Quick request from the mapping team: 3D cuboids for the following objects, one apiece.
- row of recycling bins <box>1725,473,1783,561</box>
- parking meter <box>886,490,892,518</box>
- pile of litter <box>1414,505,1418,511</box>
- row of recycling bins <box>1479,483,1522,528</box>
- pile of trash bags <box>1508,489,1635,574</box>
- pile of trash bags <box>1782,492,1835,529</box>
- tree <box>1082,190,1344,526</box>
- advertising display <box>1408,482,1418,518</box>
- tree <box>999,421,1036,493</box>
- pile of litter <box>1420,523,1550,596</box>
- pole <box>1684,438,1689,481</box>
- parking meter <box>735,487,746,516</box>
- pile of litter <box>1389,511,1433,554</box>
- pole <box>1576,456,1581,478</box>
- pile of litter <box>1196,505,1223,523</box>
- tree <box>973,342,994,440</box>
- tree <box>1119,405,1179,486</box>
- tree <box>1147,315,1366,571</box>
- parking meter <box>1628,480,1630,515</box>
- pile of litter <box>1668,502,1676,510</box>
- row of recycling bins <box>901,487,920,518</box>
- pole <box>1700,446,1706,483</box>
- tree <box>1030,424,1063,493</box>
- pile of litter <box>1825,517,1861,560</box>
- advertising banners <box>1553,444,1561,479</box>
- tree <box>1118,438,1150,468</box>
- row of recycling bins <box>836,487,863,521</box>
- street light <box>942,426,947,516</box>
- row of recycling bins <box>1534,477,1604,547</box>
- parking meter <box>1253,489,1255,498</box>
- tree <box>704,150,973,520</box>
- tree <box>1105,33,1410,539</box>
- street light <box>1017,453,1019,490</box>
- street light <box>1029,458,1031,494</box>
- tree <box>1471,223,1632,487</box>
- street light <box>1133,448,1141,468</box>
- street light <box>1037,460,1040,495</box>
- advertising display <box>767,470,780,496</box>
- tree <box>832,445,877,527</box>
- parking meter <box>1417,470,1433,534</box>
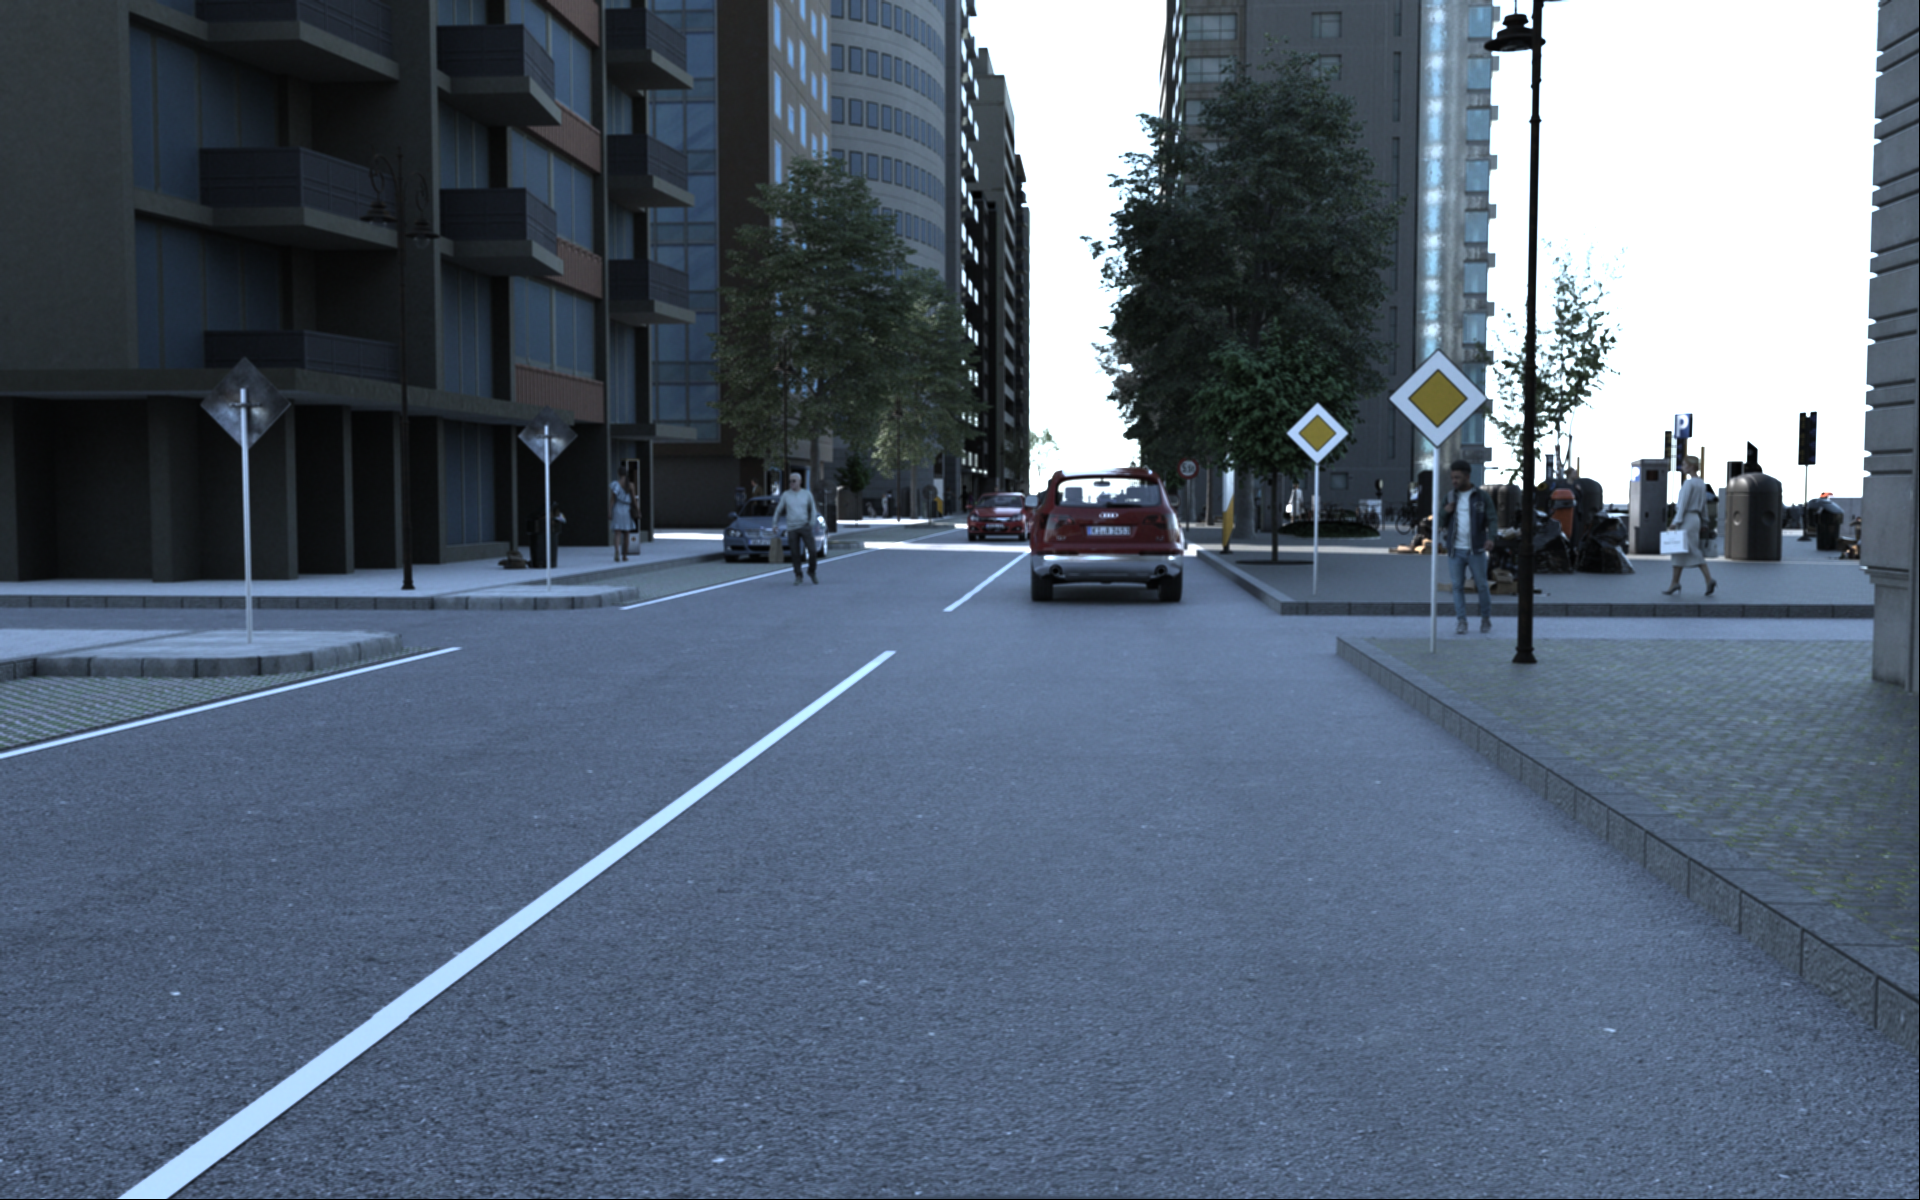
[{"bbox_3d":[15.842,-1.683,34.634,1.069,1.692,3.534,1,4,23],"label":"row of recycling bins"},{"bbox_3d":[-3.847,-5.227,93.867,0.372,1.533,0.369,0,3,0],"label":"parking meter"},{"bbox_3d":[19.323,-3.548,71.976,1.176,0.858,1.719,0,4,-7],"label":"pile of litter"},{"bbox_3d":[20.573,-3.615,66.218,1.069,1.692,3.534,0,4,1],"label":"row of recycling bins"},{"bbox_3d":[10.310,-1.204,29.433,1.912,1.369,3.447,1,4,15],"label":"pile of trash bags"},{"bbox_3d":[31.115,-3.293,63.591,1.912,1.369,3.447,0,4,-1],"label":"pile of trash bags"},{"bbox_3d":[10.060,-9.732,69.489,12.009,13.543,11.850,0,3,0],"label":"tree"},{"bbox_3d":[24.441,-5.376,93.103,0.974,1.923,0.123,-2,4,-35],"label":"advertising display"},{"bbox_3d":[5.459,-13.748,175.145,4.360,8.622,3.978,0,3,0],"label":"tree"},{"bbox_3d":[6.942,-0.527,22.582,1.176,0.858,1.719,-1,4,-8],"label":"pile of litter"},{"bbox_3d":[22.278,-3.634,53.266,0.158,3.312,0.155,0,3,0],"label":"pole"},{"bbox_3d":[-7.878,-3.290,62.200,0.372,1.533,0.369,0,3,0],"label":"parking meter"},{"bbox_3d":[9.969,-1.430,37.340,1.176,0.858,1.719,-1,4,-12],"label":"pile of litter"},{"bbox_3d":[33.143,-6.058,92.888,0.158,3.312,0.155,0,3,0],"label":"pole"},{"bbox_3d":[11.189,-3.848,76.884,1.719,0.858,1.176,-1,4,-19],"label":"pile of litter"},{"bbox_3d":[-2.026,-10.287,86.320,7.486,12.596,7.792,0,3,0],"label":"tree"},{"bbox_3d":[11.340,-9.015,97.760,4.737,8.622,4.395,0,3,0],"label":"tree"},{"bbox_3d":[5.851,-2.960,32.116,4.285,4.588,4.351,0,3,0],"label":"tree"},{"bbox_3d":[23.529,-3.347,60.439,0.255,1.863,0.399,-1,4,-17],"label":"parking meter"},{"bbox_3d":[37.885,-4.788,92.255,1.176,0.858,1.719,-3,4,-36],"label":"pile of litter"},{"bbox_3d":[-2.771,-5.445,96.145,1.069,1.692,3.534,0,4,1],"label":"row of recycling bins"},{"bbox_3d":[31.346,-4.850,73.144,0.158,3.312,0.155,0,3,0],"label":"pole"},{"bbox_3d":[11.691,-20.207,256.145,9.928,11.665,9.643,0,3,0],"label":"tree"},{"bbox_3d":[17.904,-1.225,33.997,1.176,0.858,1.719,-1,4,-17],"label":"pile of litter"},{"bbox_3d":[21.615,-4.005,61.664,2.074,3.025,0.090,-3,5,-43],"label":"advertising banners"},{"bbox_3d":[19.001,-14.220,182.858,4.360,8.622,3.978,0,3,0],"label":"tree"},{"bbox_3d":[-5.400,-4.771,85.118,1.069,1.692,3.534,0,4,6],"label":"row of recycling bins"},{"bbox_3d":[-0.872,-7.801,100.340,0.468,5.910,1.993,0,4,5],"label":"street light"},{"bbox_3d":[15.313,-2.228,43.544,1.069,1.692,3.534,0,4,3],"label":"row of recycling bins"},{"bbox_3d":[13.439,-4.375,79.939,0.372,1.533,0.369,0,3,0],"label":"parking meter"},{"bbox_3d":[-4.446,-8.540,57.752,7.486,12.596,7.792,0,3,0],"label":"tree"},{"bbox_3d":[8.273,-8.765,49.959,9.857,13.997,8.962,0,3,0],"label":"tree"},{"bbox_3d":[6.148,-12.810,182.238,0.468,5.910,1.993,0,4,5],"label":"street light"},{"bbox_3d":[8.431,-14.490,209.700,0.468,5.910,1.993,0,4,5],"label":"street light"},{"bbox_3d":[16.490,-5.953,47.696,4.737,8.622,4.395,0,3,0],"label":"tree"},{"bbox_3d":[17.760,-12.224,172.646,0.468,5.910,1.993,0,4,5],"label":"street light"},{"bbox_3d":[10.717,-16.135,236.587,0.468,5.910,1.993,0,4,5],"label":"street light"},{"bbox_3d":[-5.109,-2.585,47.472,0.123,1.923,0.974,1,4,9],"label":"advertising display"},{"bbox_3d":[-4.152,-4.442,67.220,1.663,3.219,1.824,0,3,0],"label":"tree"},{"bbox_3d":[11.487,-2.269,42.802,0.255,1.863,0.399,0,4,-6],"label":"parking meter"}]
